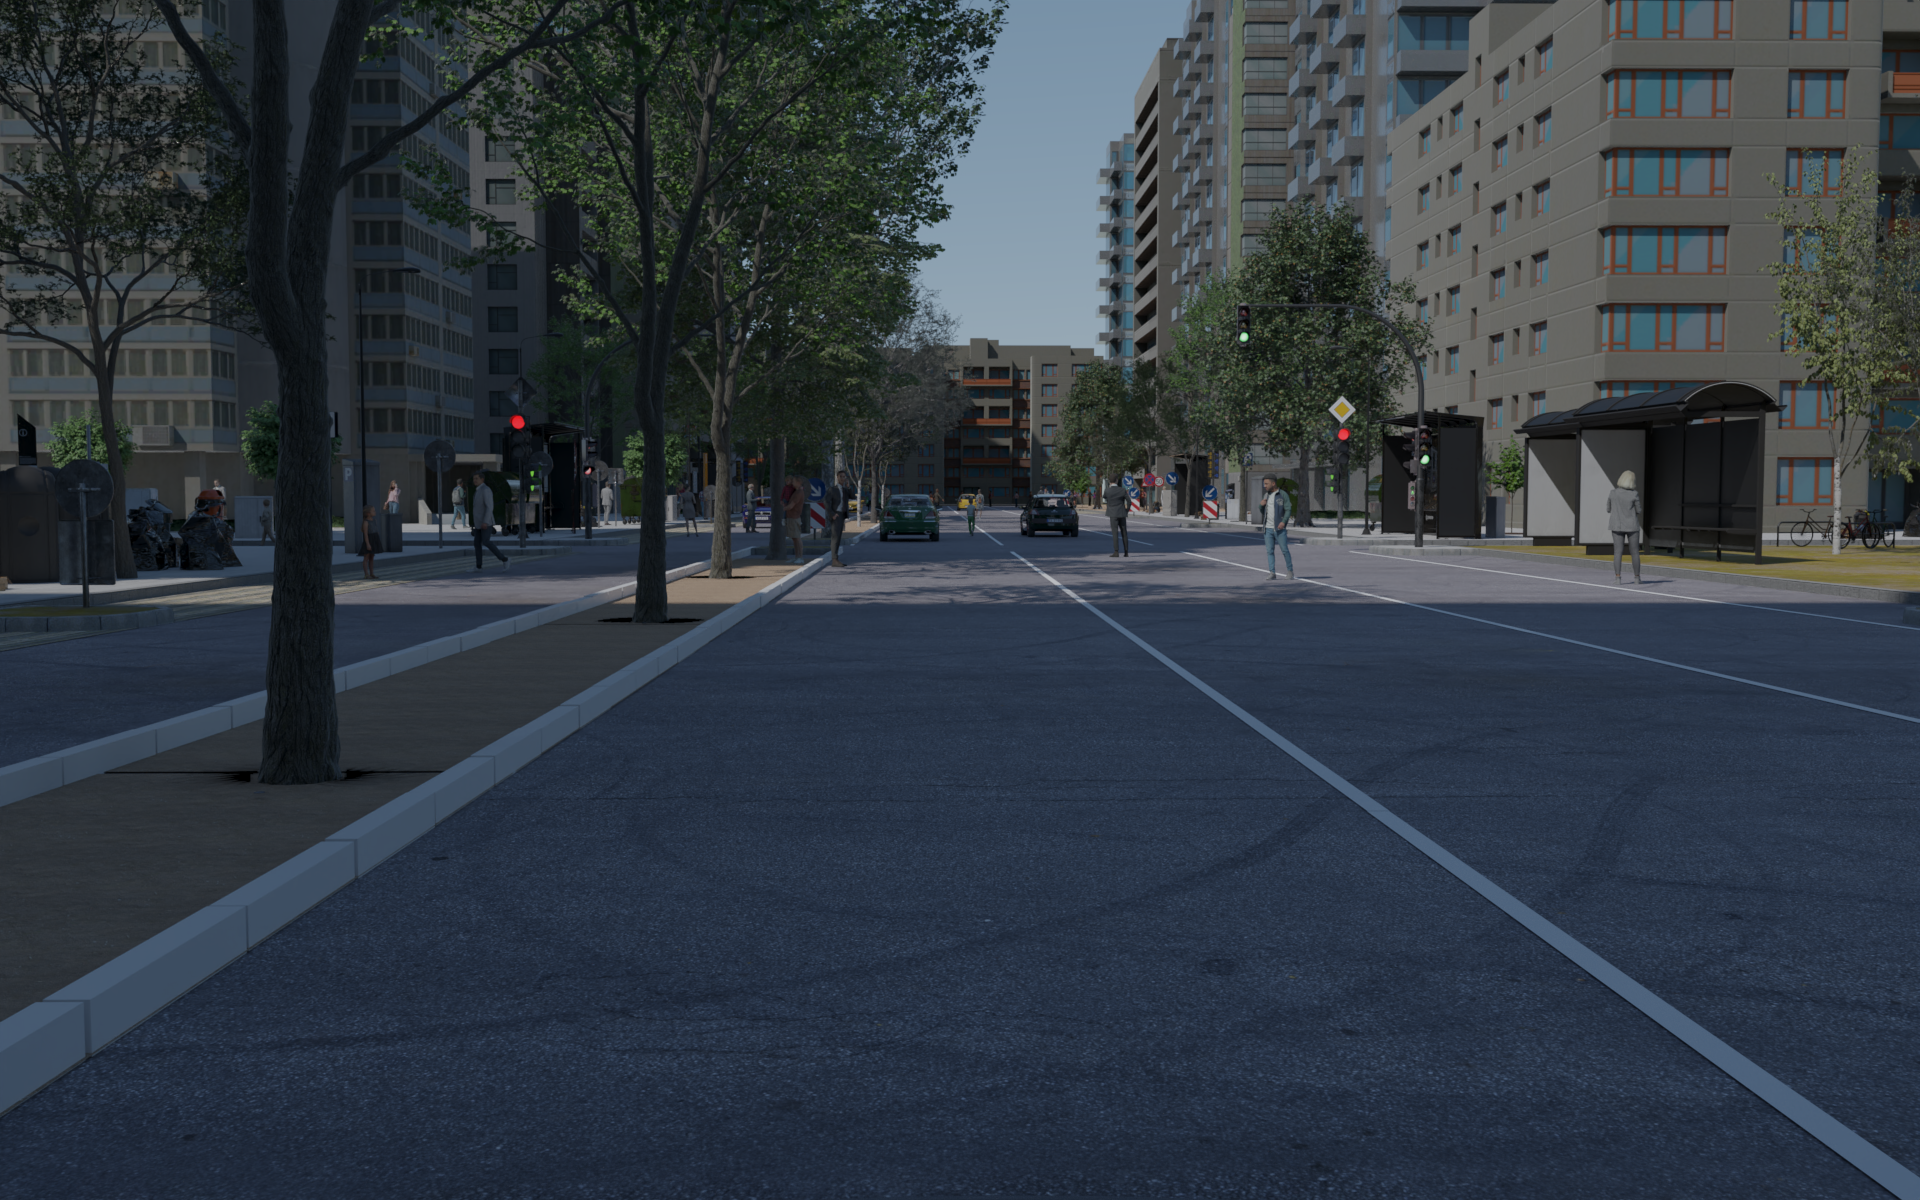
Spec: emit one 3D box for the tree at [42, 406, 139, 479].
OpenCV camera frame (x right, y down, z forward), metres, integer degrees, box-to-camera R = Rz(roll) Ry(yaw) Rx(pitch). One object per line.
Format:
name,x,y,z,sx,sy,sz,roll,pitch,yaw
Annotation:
tree,-32.466,-4.954,64.719,4.285,4.588,4.351,0,3,0

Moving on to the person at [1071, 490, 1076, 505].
person,12.817,-11.671,197.590,1.217,1.735,0.721,-1,4,-19

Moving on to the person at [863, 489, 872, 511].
person,-7.679,-8.546,148.210,1.348,1.826,0.705,-1,4,-17

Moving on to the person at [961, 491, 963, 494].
person,0.274,-11.559,197.420,0.705,1.831,1.348,0,4,-1

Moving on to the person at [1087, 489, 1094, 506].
person,13.952,-10.983,185.759,0.705,1.807,1.348,3,4,38

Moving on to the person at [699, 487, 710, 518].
person,-13.691,-5.254,92.784,0.563,1.720,0.643,0,4,-1

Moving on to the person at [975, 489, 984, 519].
person,1.129,-5.501,99.447,0.512,1.701,0.522,0,4,-4

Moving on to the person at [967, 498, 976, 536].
person,0.380,-2.815,58.776,0.306,1.304,0.590,0,4,0

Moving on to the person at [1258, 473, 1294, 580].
person,5.257,-1.225,28.883,0.623,1.781,0.721,2,4,33

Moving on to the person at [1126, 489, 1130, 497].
person,16.818,-10.161,172.897,0.721,1.743,1.217,0,4,-5

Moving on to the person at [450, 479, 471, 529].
person,-18.061,-3.451,62.454,0.713,1.824,0.794,-2,4,-32

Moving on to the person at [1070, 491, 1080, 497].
person,13.436,-11.930,201.820,1.217,1.743,0.721,0,4,-6

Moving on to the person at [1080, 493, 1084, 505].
person,14.061,-11.865,199.666,0.705,1.869,1.348,-1,4,-10

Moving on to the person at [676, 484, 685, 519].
person,-14.173,-4.996,87.706,0.580,1.828,0.573,2,4,29

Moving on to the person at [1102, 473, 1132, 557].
person,3.556,-1.926,39.346,0.648,1.900,0.474,-1,4,-12

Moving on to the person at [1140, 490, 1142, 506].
person,18.598,-10.517,178.678,0.721,1.739,1.217,3,4,36

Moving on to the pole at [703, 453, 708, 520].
pole,-12.625,-5.632,85.919,0.158,3.312,0.155,0,3,0

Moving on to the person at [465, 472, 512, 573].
person,-8.633,-1.425,31.641,0.795,1.843,0.661,-2,4,-30

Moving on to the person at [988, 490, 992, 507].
person,3.292,-11.105,190.027,0.705,1.831,1.348,-1,4,-14

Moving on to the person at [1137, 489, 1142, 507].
person,17.414,-9.905,168.132,1.348,1.807,0.705,0,4,-4

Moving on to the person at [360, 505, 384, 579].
person,-9.871,-0.974,29.093,0.373,1.253,0.362,1,4,22

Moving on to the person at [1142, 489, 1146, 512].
person,13.489,-7.297,126.823,0.415,1.643,0.593,-3,5,-43

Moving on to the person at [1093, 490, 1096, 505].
person,15.697,-11.919,201.607,1.217,1.739,0.721,1,4,10

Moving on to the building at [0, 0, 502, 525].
building,-36.305,-23.686,79.142,32.217,40.220,23.993,0,4,-1

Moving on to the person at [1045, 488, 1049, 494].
person,5.016,-5.708,102.011,0.511,1.800,0.466,1,4,21

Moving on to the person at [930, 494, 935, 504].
person,-2.193,-7.466,133.827,1.065,1.426,0.557,0,4,-2

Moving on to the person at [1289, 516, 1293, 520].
person,16.350,-4.819,85.408,0.480,1.755,0.524,3,5,44

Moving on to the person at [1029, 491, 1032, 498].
person,7.576,-10.635,183.207,0.721,1.723,1.217,-2,4,-24

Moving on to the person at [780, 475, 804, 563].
person,-3.436,-1.672,35.811,0.580,1.828,0.573,2,4,25

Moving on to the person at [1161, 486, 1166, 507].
person,14.659,-7.232,124.167,0.514,1.842,0.818,1,4,15

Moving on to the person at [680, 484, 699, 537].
person,-9.056,-3.005,57.980,0.599,1.781,0.374,-1,4,-10

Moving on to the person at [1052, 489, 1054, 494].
person,10.469,-11.581,195.393,0.705,1.824,1.348,0,4,6

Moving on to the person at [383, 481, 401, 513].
person,-19.767,-3.294,60.489,0.593,1.750,0.643,1,4,18

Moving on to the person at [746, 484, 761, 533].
person,-7.655,-3.396,64.206,0.590,1.801,0.661,0,4,-6

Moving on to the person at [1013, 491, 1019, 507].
person,5.979,-10.821,186.139,0.721,1.736,1.217,-2,4,-26

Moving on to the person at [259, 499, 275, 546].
person,-18.061,-1.980,45.151,0.640,1.303,0.475,-1,4,-22

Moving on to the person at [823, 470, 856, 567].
person,-2.355,-1.613,34.232,0.474,1.900,0.648,2,4,27

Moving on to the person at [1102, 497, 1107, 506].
person,15.845,-10.960,185.178,1.348,1.831,0.705,2,4,35

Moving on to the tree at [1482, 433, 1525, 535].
tree,17.453,-3.703,55.144,1.663,3.219,1.824,0,3,0

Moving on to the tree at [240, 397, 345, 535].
tree,-21.127,-4.342,54.706,4.285,4.588,4.351,0,3,0

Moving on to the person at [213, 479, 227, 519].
person,-26.657,-3.435,62.331,0.709,1.813,0.853,1,4,18

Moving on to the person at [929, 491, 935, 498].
person,-2.723,-9.780,169.116,0.721,1.736,1.217,2,4,28

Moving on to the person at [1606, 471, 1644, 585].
person,10.565,-1.154,27.543,0.537,1.800,0.526,3,5,43

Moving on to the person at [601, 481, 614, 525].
person,-14.513,-3.997,71.592,0.606,1.804,0.583,1,4,22

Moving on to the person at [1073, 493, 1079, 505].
person,12.858,-11.172,191.938,0.697,1.427,0.421,1,4,10

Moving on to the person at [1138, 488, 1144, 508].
person,16.542,-9.232,156.944,0.705,1.831,1.348,-1,4,-20

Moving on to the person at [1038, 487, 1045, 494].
person,4.318,-5.096,91.917,0.850,1.850,0.679,-2,4,-30

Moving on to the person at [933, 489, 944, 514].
person,-1.643,-7.227,126.801,0.705,1.807,1.348,-3,4,-36
